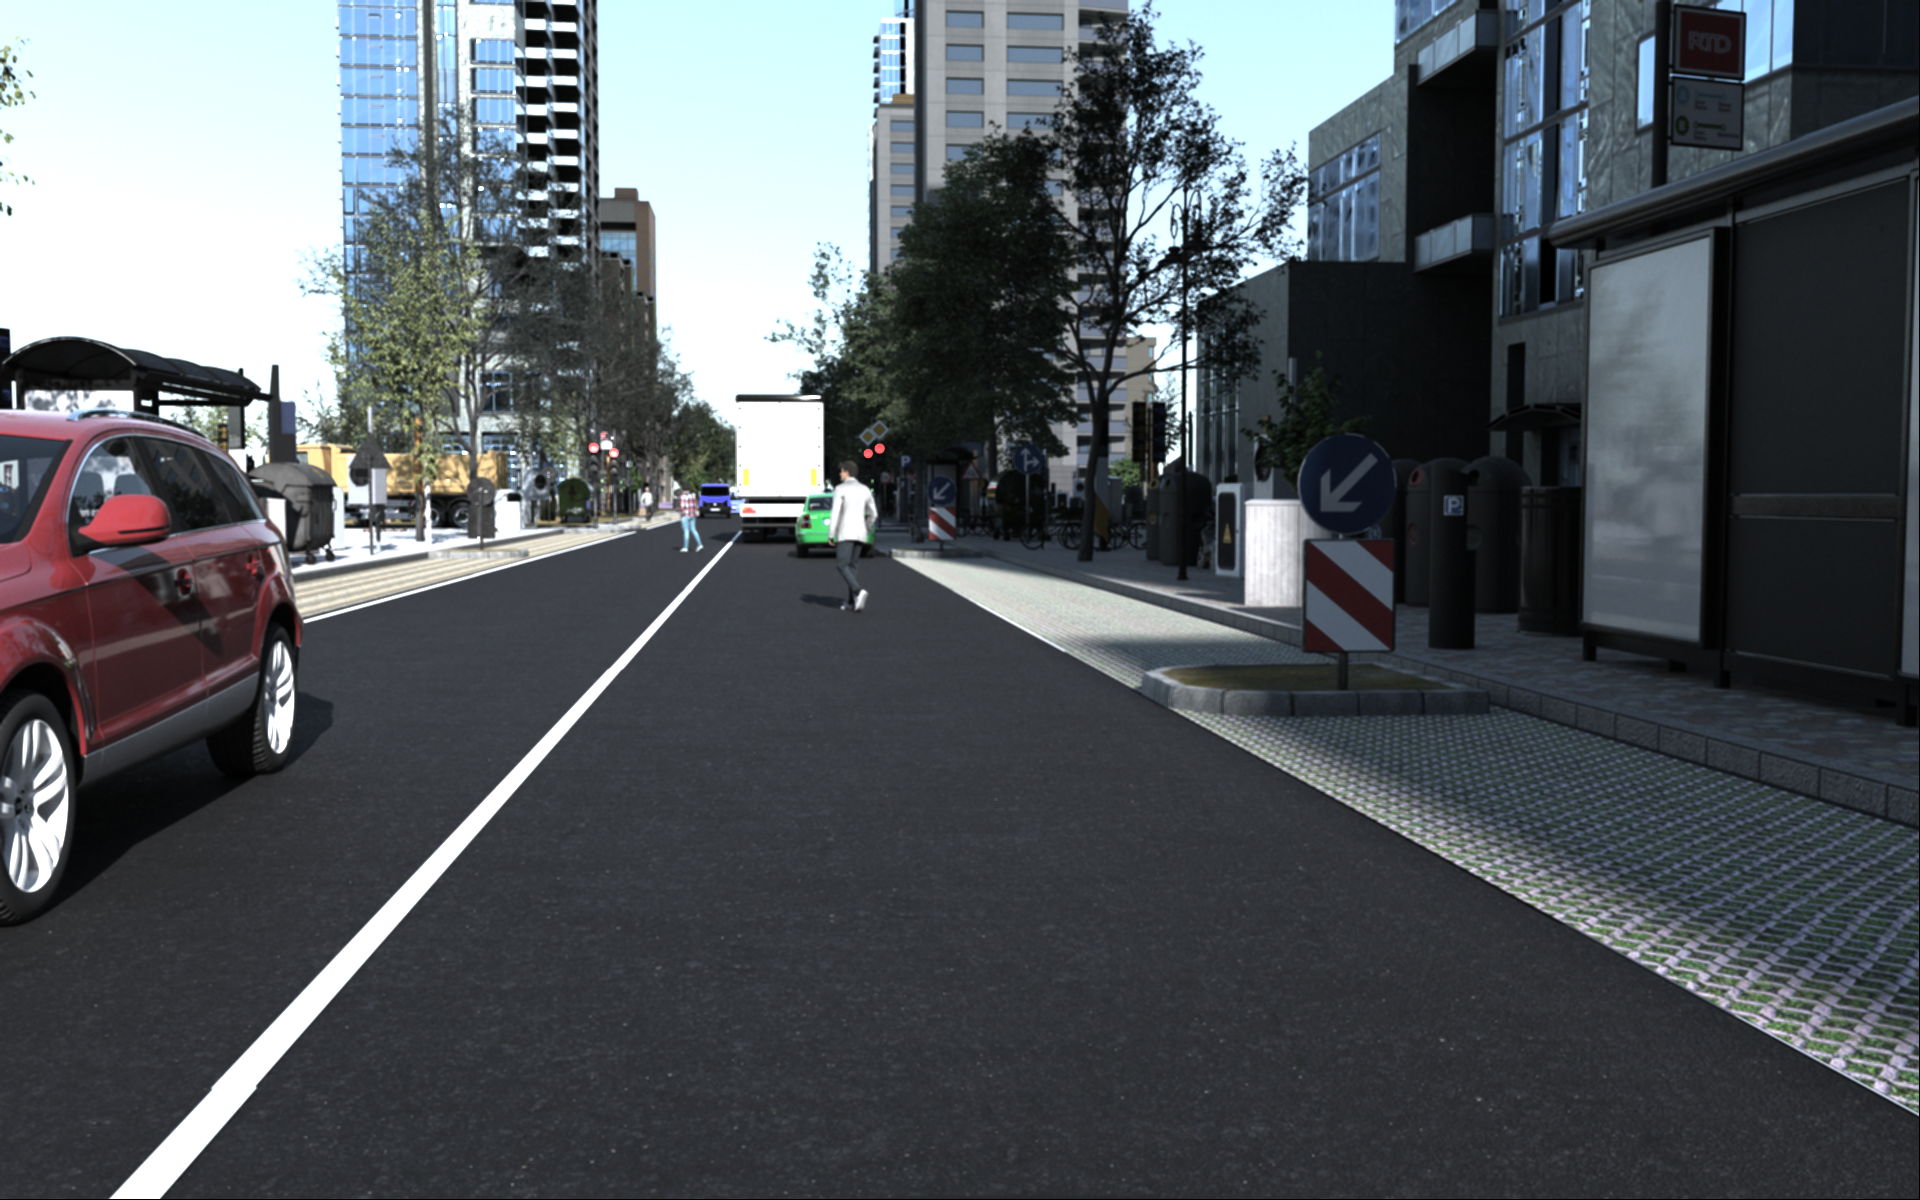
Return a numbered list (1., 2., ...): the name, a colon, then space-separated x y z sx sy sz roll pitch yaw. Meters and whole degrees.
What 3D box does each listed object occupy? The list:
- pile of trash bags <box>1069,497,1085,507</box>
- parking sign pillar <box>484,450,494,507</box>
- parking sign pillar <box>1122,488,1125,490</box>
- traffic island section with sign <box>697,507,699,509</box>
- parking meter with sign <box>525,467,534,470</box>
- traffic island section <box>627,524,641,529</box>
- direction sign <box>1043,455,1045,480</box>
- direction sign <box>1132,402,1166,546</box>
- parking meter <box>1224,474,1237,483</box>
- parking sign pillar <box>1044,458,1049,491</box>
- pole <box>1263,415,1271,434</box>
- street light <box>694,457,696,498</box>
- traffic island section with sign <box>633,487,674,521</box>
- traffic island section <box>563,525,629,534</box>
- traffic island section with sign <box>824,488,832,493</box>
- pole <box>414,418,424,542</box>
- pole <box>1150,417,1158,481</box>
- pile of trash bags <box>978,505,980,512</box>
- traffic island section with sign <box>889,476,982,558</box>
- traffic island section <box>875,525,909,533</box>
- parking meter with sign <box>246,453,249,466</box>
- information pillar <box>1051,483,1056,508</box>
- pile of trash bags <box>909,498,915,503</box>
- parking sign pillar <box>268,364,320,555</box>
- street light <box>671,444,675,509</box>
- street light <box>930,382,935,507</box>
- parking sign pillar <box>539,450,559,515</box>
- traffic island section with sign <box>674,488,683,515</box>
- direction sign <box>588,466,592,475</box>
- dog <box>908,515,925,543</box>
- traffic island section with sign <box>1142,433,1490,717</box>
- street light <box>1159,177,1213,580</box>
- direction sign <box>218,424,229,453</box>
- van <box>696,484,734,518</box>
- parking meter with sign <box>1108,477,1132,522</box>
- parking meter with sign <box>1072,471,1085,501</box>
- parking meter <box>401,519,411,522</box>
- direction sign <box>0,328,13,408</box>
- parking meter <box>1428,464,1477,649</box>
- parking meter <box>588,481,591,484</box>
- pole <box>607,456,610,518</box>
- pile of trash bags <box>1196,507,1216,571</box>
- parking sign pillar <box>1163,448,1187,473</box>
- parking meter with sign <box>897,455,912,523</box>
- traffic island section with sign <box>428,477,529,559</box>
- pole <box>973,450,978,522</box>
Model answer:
1. pile of trash bags: 8.681 -6.818 121.228 1.912 1.369 3.447 -1 4 -19
2. parking sign pillar: -29.125 -7.292 107.701 1.447 3.967 1.447 0 4 7
3. parking sign pillar: 13.567 -9.129 137.728 1.447 3.967 1.447 -1 4 -9
4. traffic island section with sign: -24.982 -9.959 171.461 1.989 1.847 2.006 0 4 -6
5. parking meter with sign: -27.492 -7.070 111.848 0.543 3.016 1.738 0 4 5
6. traffic island section: -14.338 -3.039 71.966 2.009 0.180 2.903 0 4 -6
7. direction sign: 4.496 -6.553 99.144 0.876 3.537 0.379 -2 4 -28
8. direction sign: 4.655 -3.101 42.698 0.876 3.537 0.379 -1 4 -17
9. parking meter: 7.914 -2.759 50.826 0.399 1.863 0.255 0 4 5
10. parking sign pillar: 6.263 -8.658 130.026 1.447 3.967 1.447 -1 4 -18
11. pole: 7.946 -3.126 44.959 0.158 3.312 0.155 0 3 0
12. street light: -28.827 -13.205 188.684 0.468 5.910 1.993 0 4 -6
13. traffic island section with sign: -16.707 -5.219 93.965 1.989 1.847 2.006 0 4 -6
14. traffic island section: -13.490 -2.553 64.026 2.009 0.180 2.903 0 4 -6
15. traffic island section with sign: -9.469 -6.958 122.387 1.989 1.847 2.006 0 4 -6
16. pole: -14.568 -3.228 46.627 0.158 3.312 0.155 0 3 0
17. pole: 5.139 -3.187 45.950 0.158 3.312 0.155 0 3 0
18. pile of trash bags: 2.841 -7.238 128.096 1.912 1.369 3.447 2 4 31
19. traffic island section with sign: -0.592 -1.880 39.369 1.989 1.847 2.006 0 4 -6
20. traffic island section: -3.007 -2.621 65.137 2.009 0.180 2.903 0 4 -6
21. parking meter with sign: -31.121 -4.724 73.491 0.543 3.016 1.738 3 4 37
22. information pillar: 6.052 -6.596 112.335 0.304 2.012 0.304 1 4 9
23. pile of trash bags: -4.575 -7.848 138.062 3.447 1.369 1.912 0 4 -3
24. parking sign pillar: -14.368 -2.950 36.697 1.447 3.967 1.447 -2 4 -26
25. street light: -24.641 -10.775 148.950 0.468 5.910 1.993 0 4 -6
26. street light: -1.025 -5.632 64.868 0.468 5.910 1.993 0 4 -6
27. parking sign pillar: -25.274 -7.188 106.001 1.447 3.967 1.447 1 4 8
28. traffic island section with sign: -19.589 -6.875 121.026 1.989 1.847 2.006 0 4 -6
29. direction sign: -29.539 -8.945 138.245 0.876 3.537 0.379 1 4 9
30. dog: -1.286 -2.056 50.444 0.513 0.831 0.800 0 4 3
31. traffic island section with sign: 2.333 -0.208 12.025 1.989 1.847 2.006 0 4 -6
32. street light: 3.326 -3.237 25.710 0.468 5.910 1.993 0 4 -6
33. direction sign: -23.509 -3.907 55.876 0.876 3.537 0.379 1 4 12
34. van: -14.665 -6.077 103.745 2.240 2.365 5.245 0 4 -8
35. parking meter with sign: 6.726 -4.844 75.462 1.738 3.016 0.543 -3 4 -37
36. parking meter with sign: 9.560 -8.392 133.462 1.738 3.016 0.543 -1 4 -15
37. parking meter: -25.121 -4.451 78.483 0.399 1.863 0.255 -3 5 -44
38. direction sign: -13.105 -1.919 23.372 0.379 3.537 0.876 1 4 13
39. parking meter: 4.107 -0.368 14.431 0.372 1.533 0.369 0 3 0
40. parking meter: -17.019 -4.470 78.803 0.399 1.863 0.255 1 4 13
41. pole: -19.041 -6.115 93.822 0.158 3.312 0.155 0 3 0
42. pile of trash bags: 5.737 -1.199 29.361 3.447 1.369 1.912 1 4 9
43. parking sign pillar: 12.759 -6.831 100.163 1.447 3.967 1.447 1 4 20
44. parking meter with sign: -2.569 -5.028 78.475 0.543 3.016 1.738 -1 4 -9
45. traffic island section with sign: -10.839 -1.867 39.158 1.989 1.847 2.006 0 4 -6
46. pole: 0.710 -5.255 79.755 0.158 3.312 0.155 0 3 0
